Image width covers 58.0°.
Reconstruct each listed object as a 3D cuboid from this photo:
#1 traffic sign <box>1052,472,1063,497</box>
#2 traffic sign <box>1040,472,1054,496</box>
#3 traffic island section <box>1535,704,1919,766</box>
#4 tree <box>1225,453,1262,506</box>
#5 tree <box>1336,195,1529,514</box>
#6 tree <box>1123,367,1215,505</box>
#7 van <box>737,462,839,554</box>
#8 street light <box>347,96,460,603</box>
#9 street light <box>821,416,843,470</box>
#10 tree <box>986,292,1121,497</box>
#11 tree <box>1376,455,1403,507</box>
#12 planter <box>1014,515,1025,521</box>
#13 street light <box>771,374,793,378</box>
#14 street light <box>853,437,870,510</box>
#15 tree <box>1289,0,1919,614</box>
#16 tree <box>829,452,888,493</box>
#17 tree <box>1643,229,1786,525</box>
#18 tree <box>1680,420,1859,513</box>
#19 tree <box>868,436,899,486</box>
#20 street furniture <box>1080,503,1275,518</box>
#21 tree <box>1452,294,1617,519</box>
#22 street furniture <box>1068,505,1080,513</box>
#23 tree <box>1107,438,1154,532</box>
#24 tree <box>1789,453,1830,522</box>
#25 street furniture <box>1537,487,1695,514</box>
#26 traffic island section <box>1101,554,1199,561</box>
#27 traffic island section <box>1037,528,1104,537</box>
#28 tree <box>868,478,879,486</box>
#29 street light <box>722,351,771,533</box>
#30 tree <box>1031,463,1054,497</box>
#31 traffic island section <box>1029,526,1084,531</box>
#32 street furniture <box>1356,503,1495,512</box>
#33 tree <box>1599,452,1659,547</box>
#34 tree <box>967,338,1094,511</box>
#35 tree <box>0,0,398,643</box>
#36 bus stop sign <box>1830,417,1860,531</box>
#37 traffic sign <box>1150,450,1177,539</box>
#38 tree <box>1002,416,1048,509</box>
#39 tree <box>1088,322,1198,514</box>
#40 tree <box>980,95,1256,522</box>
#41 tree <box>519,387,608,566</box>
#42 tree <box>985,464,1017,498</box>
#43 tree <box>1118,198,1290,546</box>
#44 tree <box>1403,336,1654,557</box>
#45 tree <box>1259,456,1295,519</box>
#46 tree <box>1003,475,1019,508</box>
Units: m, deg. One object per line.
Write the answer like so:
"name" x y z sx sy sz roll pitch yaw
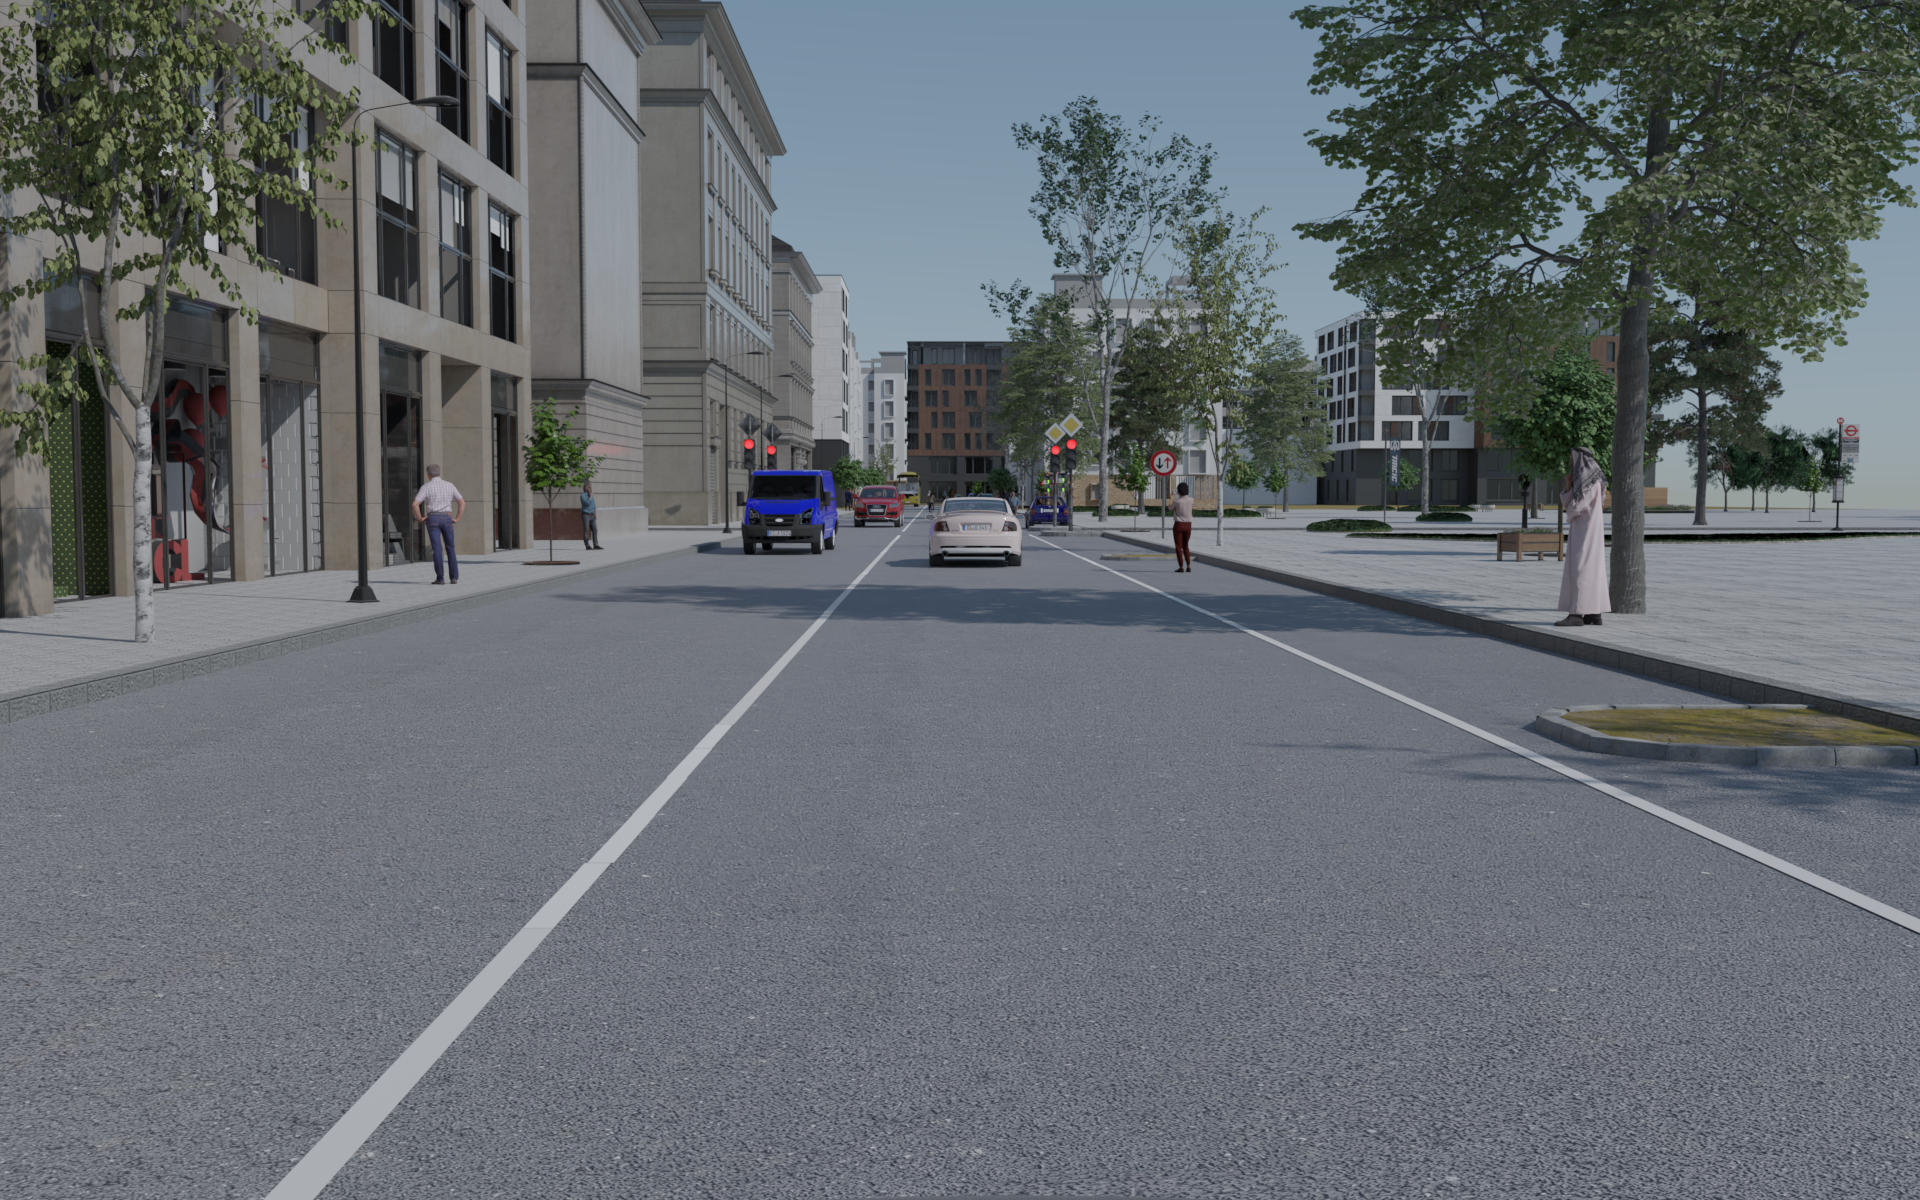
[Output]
"traffic sign" 5.145 -5.553 90.794 0.884 2.594 0.081 0 4 6
"traffic sign" 5.211 -6.296 102.950 0.884 2.594 0.081 0 4 3
"traffic island section" 4.486 0.779 10.124 1.991 0.108 1.994 0 4 -1
"tree" 22.702 -9.470 138.550 4.285 4.588 4.351 0 3 0
"tree" 29.393 -15.394 107.574 12.611 20.169 13.585 0 3 0
"tree" 16.072 -12.804 135.093 9.928 11.665 9.643 0 3 0
"van" -4.177 -2.354 42.868 2.240 2.365 5.245 0 4 1
"street light" -6.535 -2.925 20.362 1.470 5.913 1.316 0 4 -1
"street light" -7.675 -7.993 103.229 1.470 5.913 1.316 0 4 -1
"tree" 5.369 -11.001 97.998 7.486 12.596 7.792 0 3 0
"tree" 35.456 -9.576 140.277 4.285 4.588 4.351 0 3 0
"planter" 3.382 -4.381 92.771 1.991 0.319 1.994 0 4 -1
"street light" -7.157 -5.789 67.195 1.470 5.913 1.316 0 4 -1
"street light" -8.006 -10.253 140.170 1.470 5.913 1.316 0 4 -1
"tree" 7.568 -6.117 18.143 7.486 12.596 7.792 0 3 0
"tree" -8.646 -9.323 136.149 4.285 4.588 4.351 0 3 0
"tree" 30.517 -9.109 70.993 6.751 12.117 7.091 0 3 0
"tree" 57.781 -9.885 124.528 11.467 7.101 20.602 0 4 0
"tree" -9.726 -16.451 219.335 4.737 8.622 4.395 0 3 0
"street furniture" 12.592 -4.944 96.458 10.072 0.657 5.734 3 5 39
"tree" 29.679 -10.029 89.734 9.928 11.665 9.643 0 3 0
"street furniture" 11.640 -6.626 123.958 5.734 0.657 10.072 3 4 38
"tree" 6.034 -3.925 58.773 1.663 3.219 1.824 0 3 0
"tree" 39.280 -5.208 79.745 1.663 3.219 1.824 0 3 0
"street furniture" 45.683 -6.690 116.235 11.010 1.723 9.812 -1 4 -10
"traffic island section" 4.116 -0.928 38.035 1.991 0.108 1.994 0 4 -1
"traffic island section" 3.828 -2.282 59.592 2.009 0.180 2.903 0 4 -1
"tree" -9.534 -11.708 186.033 1.663 3.219 1.824 0 3 0
"street light" -7.061 -5.129 56.396 1.470 5.913 1.316 0 4 -1
"tree" 5.104 -6.866 106.853 1.663 3.219 1.824 0 3 0
"traffic island section" 3.722 -2.770 67.576 2.009 0.180 2.903 0 4 -1
"street furniture" 33.859 -6.720 125.492 5.734 0.657 10.072 -2 4 -29
"tree" 15.910 -2.918 42.318 1.663 3.219 1.824 0 3 0
"tree" 5.535 -13.721 134.705 12.009 13.543 11.850 0 3 0
"tree" -7.074 -3.952 14.970 4.737 8.622 4.395 0 3 0
"bus stop sign" 30.810 -4.377 60.261 0.855 3.939 0.416 0 4 6
"traffic sign" 5.846 -3.038 49.774 0.768 2.556 0.104 0 4 7
"tree" 5.331 -11.872 144.470 4.360 8.622 3.978 0 3 0
"tree" 11.326 -11.416 108.707 6.751 12.117 7.091 0 3 0
"tree" 7.316 -13.756 80.794 12.611 20.169 13.585 0 3 0
"tree" -7.458 -2.247 31.333 1.663 3.219 1.824 0 3 0
"tree" 4.300 -12.254 184.065 4.285 4.588 4.351 0 3 0
"tree" 6.210 -5.627 42.368 4.737 8.622 4.395 0 3 0
"tree" 12.417 -3.195 35.951 4.285 4.588 4.351 0 3 0
"tree" 16.193 -5.799 89.419 1.663 3.219 1.824 0 3 0
"tree" 5.222 -10.680 169.224 1.663 3.219 1.824 0 3 0
